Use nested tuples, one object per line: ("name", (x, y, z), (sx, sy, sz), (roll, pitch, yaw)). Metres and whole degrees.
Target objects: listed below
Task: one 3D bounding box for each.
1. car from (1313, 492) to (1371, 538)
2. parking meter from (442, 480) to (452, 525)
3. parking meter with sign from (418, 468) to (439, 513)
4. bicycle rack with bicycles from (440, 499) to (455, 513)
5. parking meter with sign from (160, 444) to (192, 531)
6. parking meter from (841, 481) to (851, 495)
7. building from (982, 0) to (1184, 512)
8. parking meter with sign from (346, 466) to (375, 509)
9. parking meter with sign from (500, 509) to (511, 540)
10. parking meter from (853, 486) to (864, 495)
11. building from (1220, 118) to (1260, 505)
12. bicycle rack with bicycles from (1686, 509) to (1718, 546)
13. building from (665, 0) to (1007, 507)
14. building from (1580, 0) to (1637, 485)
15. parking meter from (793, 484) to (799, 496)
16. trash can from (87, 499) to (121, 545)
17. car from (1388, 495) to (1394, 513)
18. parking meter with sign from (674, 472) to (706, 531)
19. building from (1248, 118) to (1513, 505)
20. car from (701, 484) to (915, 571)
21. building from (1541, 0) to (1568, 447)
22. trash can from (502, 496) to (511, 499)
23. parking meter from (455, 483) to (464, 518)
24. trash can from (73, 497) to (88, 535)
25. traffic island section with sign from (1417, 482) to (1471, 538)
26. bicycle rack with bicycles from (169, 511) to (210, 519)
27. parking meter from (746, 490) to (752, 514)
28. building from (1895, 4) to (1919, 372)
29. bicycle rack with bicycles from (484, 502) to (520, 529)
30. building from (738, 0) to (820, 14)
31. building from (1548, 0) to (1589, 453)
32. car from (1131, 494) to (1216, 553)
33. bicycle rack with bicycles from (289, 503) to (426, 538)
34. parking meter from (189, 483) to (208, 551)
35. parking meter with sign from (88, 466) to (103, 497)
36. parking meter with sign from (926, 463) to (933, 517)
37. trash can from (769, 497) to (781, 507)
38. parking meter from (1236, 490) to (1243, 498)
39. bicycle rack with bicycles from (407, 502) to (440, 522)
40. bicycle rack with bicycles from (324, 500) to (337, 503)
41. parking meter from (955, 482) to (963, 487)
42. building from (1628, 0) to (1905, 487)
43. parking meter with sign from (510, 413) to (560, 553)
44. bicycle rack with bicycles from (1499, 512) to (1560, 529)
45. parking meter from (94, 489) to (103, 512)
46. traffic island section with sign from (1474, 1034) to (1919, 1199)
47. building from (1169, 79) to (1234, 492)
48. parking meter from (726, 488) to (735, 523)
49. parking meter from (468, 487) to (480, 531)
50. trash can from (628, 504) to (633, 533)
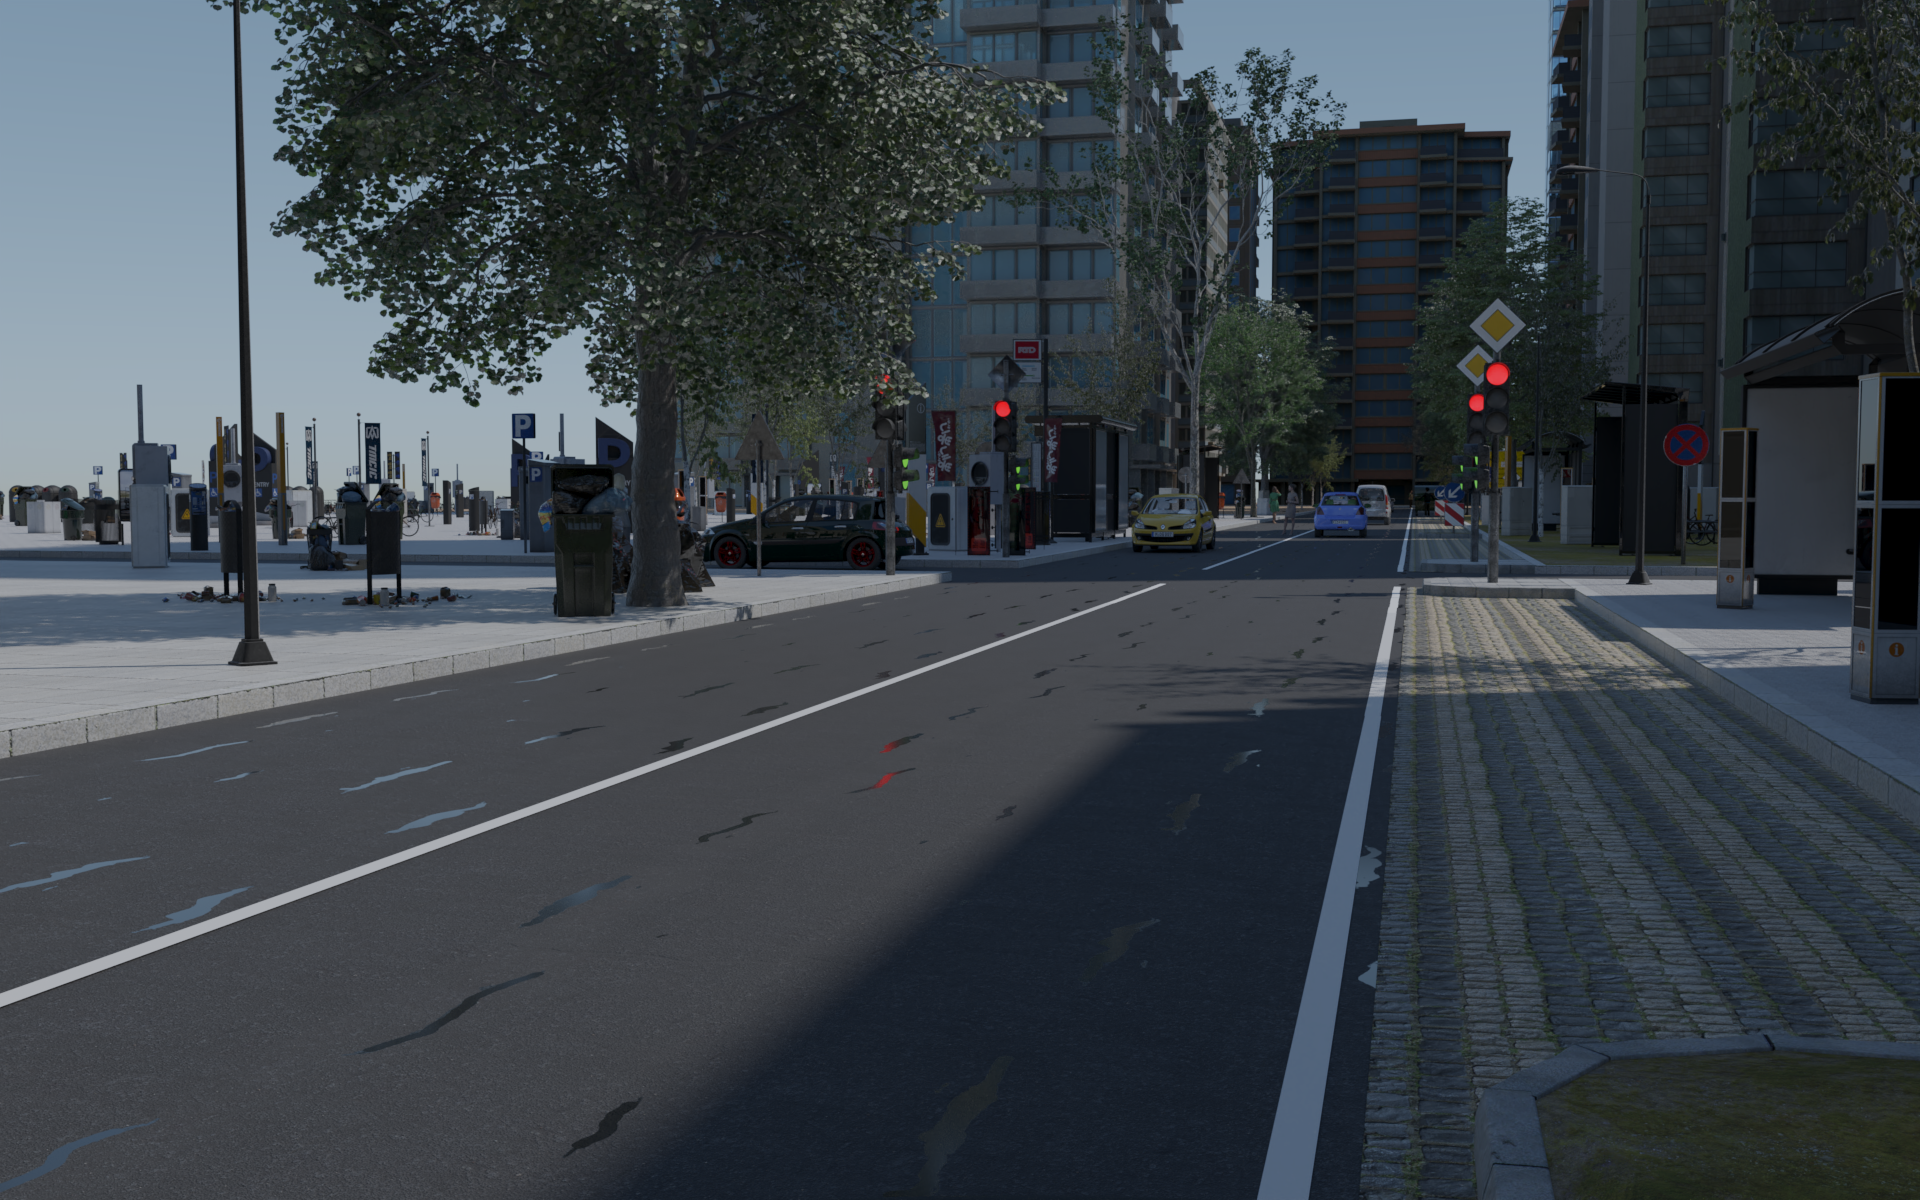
("car", (12.829, -2.976, 58.250), (1.945, 1.707, 3.694), (1, 4, 14))
("parking meter", (-21.595, -4.112, 72.938), (0.255, 1.863, 0.399), (0, 4, 4))
("parking meter with sign", (-35.954, -7.392, 117.118), (0.543, 3.016, 1.738), (1, 4, 18))
("bicycle rack with bicycles", (-35.703, -6.523, 120.035), (2.925, 0.926, 2.852), (-2, 4, -27))
("parking meter with sign", (-27.534, -3.980, 61.342), (0.543, 3.016, 1.738), (0, 4, 6))
("parking meter", (-5.066, -4.346, 76.771), (0.399, 1.863, 0.255), (1, 4, 10))
("building", (4.154, -31.025, 126.867), (23.786, 49.044, 30.456), (1, 4, 15))
("parking meter with sign", (-39.979, -7.299, 115.602), (1.738, 3.016, 0.543), (0, 4, 7))
("parking meter with sign", (-12.000, -3.198, 48.548), (1.738, 3.016, 0.543), (0, 4, -6))
("parking meter", (-3.309, -2.946, 56.572), (0.372, 1.533, 0.369), (0, 3, 0))
("building", (28.020, -34.077, 207.262), (14.200, 45.320, 14.600), (1, 4, 15))
("bicycle rack with bicycles", (18.072, -1.862, 43.819), (2.925, 0.926, 2.852), (1, 4, 17))
("building", (-13.131, -33.834, 172.793), (30.456, 49.044, 23.786), (1, 4, 15))
("building", (55.830, -35.559, 123.381), (21.231, 58.520, 28.212), (1, 4, 15))
("parking meter", (-9.524, -5.772, 100.085), (0.399, 1.863, 0.255), (3, 5, 44))
("trash can", (-21.645, -1.979, 44.013), (0.748, 1.137, 0.748), (0, 3, 0))
("car", (33.104, -7.574, 136.197), (2.083, 1.381, 4.827), (1, 4, 16))
("parking meter with sign", (-9.582, -3.894, 59.922), (1.738, 3.016, 0.543), (2, 4, 27))
("building", (49.859, -33.704, 205.676), (28.867, 44.769, 22.147), (1, 4, 15))
("car", (-2.944, -1.418, 32.963), (4.222, 1.686, 2.009), (1, 4, 13))
("building", (78.828, -54.054, 196.448), (31.000, 86.520, 22.319), (1, 4, 15))
("trash can", (-29.242, -6.138, 112.003), (0.748, 1.137, 0.748), (0, 3, 0))
("parking meter", (-27.207, -5.409, 94.151), (0.255, 1.863, 0.399), (3, 5, 42))
("trash can", (-27.702, -2.643, 54.873), (0.748, 1.137, 0.748), (0, 3, 0))
("traffic island section with sign", (16.013, -2.932, 56.564), (1.989, 1.847, 2.006), (1, 4, 15))
("bicycle rack with bicycles", (-29.963, -3.382, 68.673), (2.852, 0.926, 2.925), (0, 4, 2))
("parking meter", (-13.472, -6.251, 110.619), (0.372, 1.533, 0.369), (0, 3, 0))
("building", (38.021, -36.980, 42.868), (20.611, 71.187, 20.563), (1, 4, 15))
("bicycle rack with bicycles", (-16.656, -3.117, 64.350), (2.852, 0.926, 2.925), (-1, 4, -12))
("building", (-16.099, -47.874, 220.996), (20.611, 71.187, 20.563), (1, 4, 15))
("building", (63.402, -30.382, 151.373), (22.147, 44.769, 28.867), (1, 4, 15))
("car", (5.424, -2.052, 43.769), (2.015, 1.641, 3.980), (1, 4, 15))
("bicycle rack with bicycles", (-17.876, -2.319, 51.303), (2.925, 0.926, 2.852), (0, 4, 5))
("parking meter", (-17.255, -1.886, 39.255), (0.372, 1.533, 0.369), (0, 3, 0))
("parking meter with sign", (-53.364, -6.754, 106.692), (0.543, 3.016, 1.738), (0, 4, -8))
("parking meter with sign", (-1.850, -6.189, 97.450), (0.543, 3.016, 1.738), (-1, 4, -16))
("trash can", (-8.933, -4.375, 83.184), (0.748, 1.137, 0.748), (0, 3, 0))
("parking meter", (15.935, -5.523, 98.704), (0.372, 1.533, 0.369), (0, 3, 0))
("bicycle rack with bicycles", (-25.207, -3.946, 77.903), (2.925, 0.926, 2.852), (-1, 4, -23))
("bicycle rack with bicycles", (-39.275, -5.782, 107.923), (2.852, 0.926, 2.925), (2, 4, 27))
("parking meter", (-0.059, -5.004, 87.521), (0.399, 1.863, 0.255), (3, 5, 41))
("building", (43.705, -19.719, 94.101), (14.160, 30.474, 14.107), (1, 4, 15))
("parking meter with sign", (-9.135, -2.564, 38.190), (0.543, 3.016, 1.738), (1, 4, 19))
("bicycle rack with bicycles", (20.975, -3.066, 63.505), (2.925, 0.926, 2.852), (-1, 4, -13))
("parking meter", (-40.531, -4.469, 81.474), (0.372, 1.533, 0.369), (0, 3, 0))
("traffic island section with sign", (1.963, 0.343, 3.019), (1.989, 1.847, 2.006), (1, 4, 15))
("building", (12.747, -28.793, 162.644), (23.993, 40.220, 32.217), (1, 4, 15))
("parking meter", (-9.498, -3.875, 71.768), (0.372, 1.533, 0.369), (0, 3, 0))
("parking meter", (-16.818, -3.152, 59.948), (0.372, 1.533, 0.369), (0, 3, 0))
("trash can", (-10.613, -2.749, 56.606), (0.748, 1.137, 0.748), (0, 3, 0))
